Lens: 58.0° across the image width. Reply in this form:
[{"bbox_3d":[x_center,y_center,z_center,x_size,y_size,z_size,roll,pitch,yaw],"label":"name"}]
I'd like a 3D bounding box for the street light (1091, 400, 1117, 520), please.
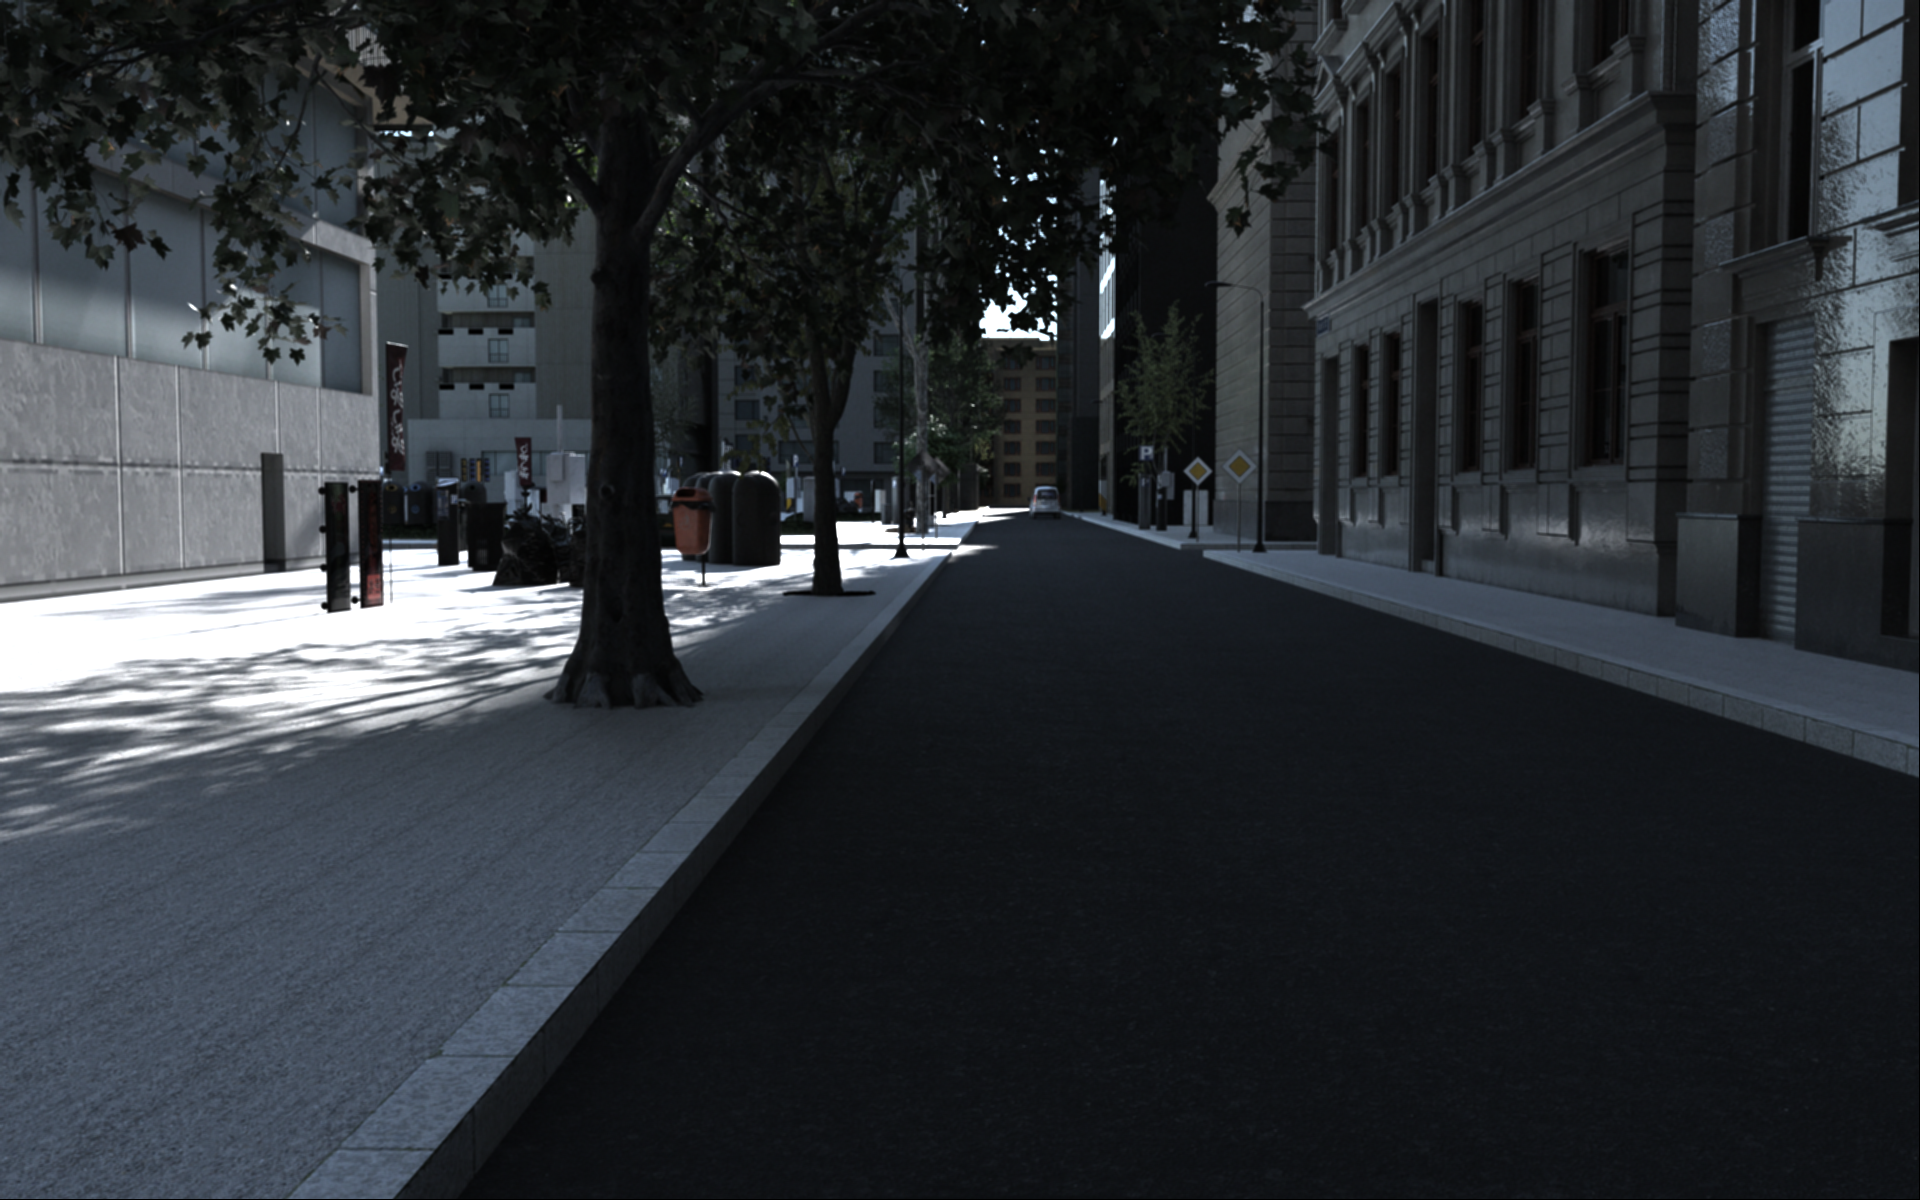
[{"bbox_3d":[7.207,-6.937,85.963,1.470,5.913,1.316,0,4,1],"label":"street light"}]

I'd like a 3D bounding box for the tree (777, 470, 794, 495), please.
[{"bbox_3d":[-11.976,-7.749,121.290,1.663,3.219,1.824,0,3,0],"label":"tree"}]

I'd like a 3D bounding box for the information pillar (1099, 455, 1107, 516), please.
[{"bbox_3d":[8.526,-6.839,103.167,0.504,3.616,0.183,-2,4,-30],"label":"information pillar"}]

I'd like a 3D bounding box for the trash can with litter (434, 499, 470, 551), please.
[{"bbox_3d":[-11.475,-1.687,38.972,1.055,1.170,0.624,3,4,38],"label":"trash can with litter"}]

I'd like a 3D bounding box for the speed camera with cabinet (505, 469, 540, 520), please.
[{"bbox_3d":[-16.963,-4.506,68.007,0.660,3.252,2.038,2,4,28],"label":"speed camera with cabinet"}]

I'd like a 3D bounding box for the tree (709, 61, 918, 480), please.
[{"bbox_3d":[-2.423,-4.792,28.709,4.737,8.622,4.395,0,3,0],"label":"tree"}]

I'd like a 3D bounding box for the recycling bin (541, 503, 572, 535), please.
[{"bbox_3d":[-11.805,-2.334,50.722,0.722,1.027,0.722,0,4,5],"label":"recycling bin"}]

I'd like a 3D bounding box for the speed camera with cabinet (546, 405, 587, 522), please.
[{"bbox_3d":[-8.192,-2.695,38.400,2.038,3.252,0.660,2,4,27],"label":"speed camera with cabinet"}]

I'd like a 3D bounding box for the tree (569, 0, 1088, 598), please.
[{"bbox_3d":[-1.596,-5.873,21.781,9.928,11.665,9.643,0,3,0],"label":"tree"}]

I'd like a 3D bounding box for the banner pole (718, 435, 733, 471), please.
[{"bbox_3d":[-10.056,-5.145,74.145,0.863,3.779,0.401,-2,4,-30],"label":"banner pole"}]

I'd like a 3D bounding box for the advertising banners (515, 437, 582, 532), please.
[{"bbox_3d":[-12.695,-3.497,53.371,2.074,3.025,0.090,0,4,6],"label":"advertising banners"}]

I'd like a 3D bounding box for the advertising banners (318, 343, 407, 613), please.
[{"bbox_3d":[-6.686,-1.429,19.558,0.090,3.025,2.074,1,4,8],"label":"advertising banners"}]

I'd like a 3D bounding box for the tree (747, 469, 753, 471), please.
[{"bbox_3d":[-14.854,-7.641,119.536,1.663,3.219,1.824,0,3,0],"label":"tree"}]

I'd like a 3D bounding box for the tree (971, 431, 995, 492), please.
[{"bbox_3d":[1.763,-14.087,180.685,4.360,8.622,3.978,0,3,0],"label":"tree"}]

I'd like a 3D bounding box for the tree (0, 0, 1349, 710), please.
[{"bbox_3d":[-2.030,-5.706,10.305,9.611,12.733,9.660,0,3,0],"label":"tree"}]

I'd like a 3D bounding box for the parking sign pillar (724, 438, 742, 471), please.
[{"bbox_3d":[-10.886,-5.797,83.253,1.447,3.967,1.447,1,4,16],"label":"parking sign pillar"}]

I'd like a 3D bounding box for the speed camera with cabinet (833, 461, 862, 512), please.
[{"bbox_3d":[-6.895,-6.669,103.372,2.038,3.252,0.660,-1,4,-16],"label":"speed camera with cabinet"}]

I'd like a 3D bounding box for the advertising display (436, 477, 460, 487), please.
[{"bbox_3d":[-19.213,-3.659,65.031,0.123,1.923,0.974,3,5,40],"label":"advertising display"}]

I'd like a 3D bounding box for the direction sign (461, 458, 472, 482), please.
[{"bbox_3d":[-31.231,-7.219,110.029,0.876,3.537,0.379,-2,4,-25],"label":"direction sign"}]

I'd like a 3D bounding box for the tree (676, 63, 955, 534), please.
[{"bbox_3d":[-2.441,-12.238,55.972,12.611,20.169,13.585,0,3,0],"label":"tree"}]

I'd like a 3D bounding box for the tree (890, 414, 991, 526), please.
[{"bbox_3d":[-1.002,-5.294,70.278,4.285,4.588,4.351,0,3,0],"label":"tree"}]

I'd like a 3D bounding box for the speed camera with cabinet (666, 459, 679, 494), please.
[{"bbox_3d":[-15.670,-6.230,96.193,0.660,3.252,2.038,-2,4,-34],"label":"speed camera with cabinet"}]

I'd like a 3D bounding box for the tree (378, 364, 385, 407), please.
[{"bbox_3d":[-23.393,-6.933,63.714,4.360,8.622,3.978,0,3,0],"label":"tree"}]

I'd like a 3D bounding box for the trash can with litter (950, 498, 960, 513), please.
[{"bbox_3d":[-0.564,-6.332,114.915,1.055,1.170,0.624,-2,4,-29],"label":"trash can with litter"}]

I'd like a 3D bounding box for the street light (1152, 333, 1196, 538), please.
[{"bbox_3d":[6.253,-4.751,50.227,1.470,5.913,1.316,0,4,1],"label":"street light"}]

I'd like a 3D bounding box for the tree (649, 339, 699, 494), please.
[{"bbox_3d":[-13.286,-7.714,76.486,4.360,8.622,3.978,0,3,0],"label":"tree"}]

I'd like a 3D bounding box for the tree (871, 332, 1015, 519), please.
[{"bbox_3d":[-0.979,-9.443,88.799,8.767,10.594,7.601,2,4,27],"label":"tree"}]

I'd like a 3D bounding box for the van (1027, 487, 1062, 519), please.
[{"bbox_3d":[4.951,-5.740,100.857,2.013,2.044,4.112,0,4,-1],"label":"van"}]

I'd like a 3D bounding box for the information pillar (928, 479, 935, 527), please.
[{"bbox_3d":[-1.185,-3.819,66.929,0.304,2.012,0.304,3,4,38],"label":"information pillar"}]

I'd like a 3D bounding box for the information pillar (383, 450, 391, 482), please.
[{"bbox_3d":[-30.636,-6.198,92.696,0.183,3.616,0.504,2,4,25],"label":"information pillar"}]

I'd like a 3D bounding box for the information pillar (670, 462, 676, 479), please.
[{"bbox_3d":[-20.241,-7.992,122.027,0.504,3.616,0.183,1,4,10],"label":"information pillar"}]

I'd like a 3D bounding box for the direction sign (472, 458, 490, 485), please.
[{"bbox_3d":[-30.212,-7.202,109.755,0.876,3.537,0.379,-3,5,-41],"label":"direction sign"}]

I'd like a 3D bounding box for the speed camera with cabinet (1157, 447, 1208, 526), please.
[{"bbox_3d":[9.044,-4.644,70.272,2.038,3.252,0.660,1,4,10],"label":"speed camera with cabinet"}]

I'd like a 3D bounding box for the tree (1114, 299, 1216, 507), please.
[{"bbox_3d":[7.674,-7.098,66.414,4.737,8.622,4.395,0,3,0],"label":"tree"}]

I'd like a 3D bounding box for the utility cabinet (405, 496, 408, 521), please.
[{"bbox_3d":[-23.330,-3.872,74.472,1.020,1.237,0.306,0,4,-4],"label":"utility cabinet"}]

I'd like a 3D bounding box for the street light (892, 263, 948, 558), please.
[{"bbox_3d":[-0.642,-3.811,34.843,1.470,5.913,1.316,0,4,1],"label":"street light"}]

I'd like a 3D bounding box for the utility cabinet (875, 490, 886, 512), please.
[{"bbox_3d":[-3.999,-4.791,87.019,0.318,1.500,1.173,-1,4,-16],"label":"utility cabinet"}]

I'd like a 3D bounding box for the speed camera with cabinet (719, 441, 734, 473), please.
[{"bbox_3d":[-8.808,-4.282,64.352,0.660,3.252,2.038,1,4,10],"label":"speed camera with cabinet"}]

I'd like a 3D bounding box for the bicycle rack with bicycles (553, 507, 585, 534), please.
[{"bbox_3d":[-10.028,-2.124,48.103,2.925,0.926,2.852,-1,4,-21],"label":"bicycle rack with bicycles"}]

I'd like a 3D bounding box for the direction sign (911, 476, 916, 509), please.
[{"bbox_3d":[-2.583,-6.541,98.941,0.379,3.537,0.876,2,4,24],"label":"direction sign"}]

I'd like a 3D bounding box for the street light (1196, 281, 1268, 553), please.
[{"bbox_3d":[6.058,-4.003,37.986,1.470,5.913,1.316,0,4,1],"label":"street light"}]

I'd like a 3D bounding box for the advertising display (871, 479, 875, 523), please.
[{"bbox_3d":[-3.837,-4.354,76.408,0.123,1.923,0.974,0,4,-6],"label":"advertising display"}]

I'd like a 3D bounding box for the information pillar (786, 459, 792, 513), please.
[{"bbox_3d":[-11.370,-7.569,115.114,0.183,3.616,0.504,-3,5,-42],"label":"information pillar"}]

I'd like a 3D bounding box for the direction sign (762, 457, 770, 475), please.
[{"bbox_3d":[-11.872,-6.990,106.289,0.379,3.537,0.876,2,4,25],"label":"direction sign"}]

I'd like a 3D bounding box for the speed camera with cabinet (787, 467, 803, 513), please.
[{"bbox_3d":[-8.780,-6.150,94.886,0.660,3.252,2.038,1,4,22],"label":"speed camera with cabinet"}]

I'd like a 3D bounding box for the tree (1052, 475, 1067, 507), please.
[{"bbox_3d":[9.894,-10.894,172.717,1.663,3.219,1.824,0,3,0],"label":"tree"}]

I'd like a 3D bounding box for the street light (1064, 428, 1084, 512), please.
[{"bbox_3d":[7.970,-9.087,121.109,1.470,5.913,1.316,0,4,1],"label":"street light"}]
